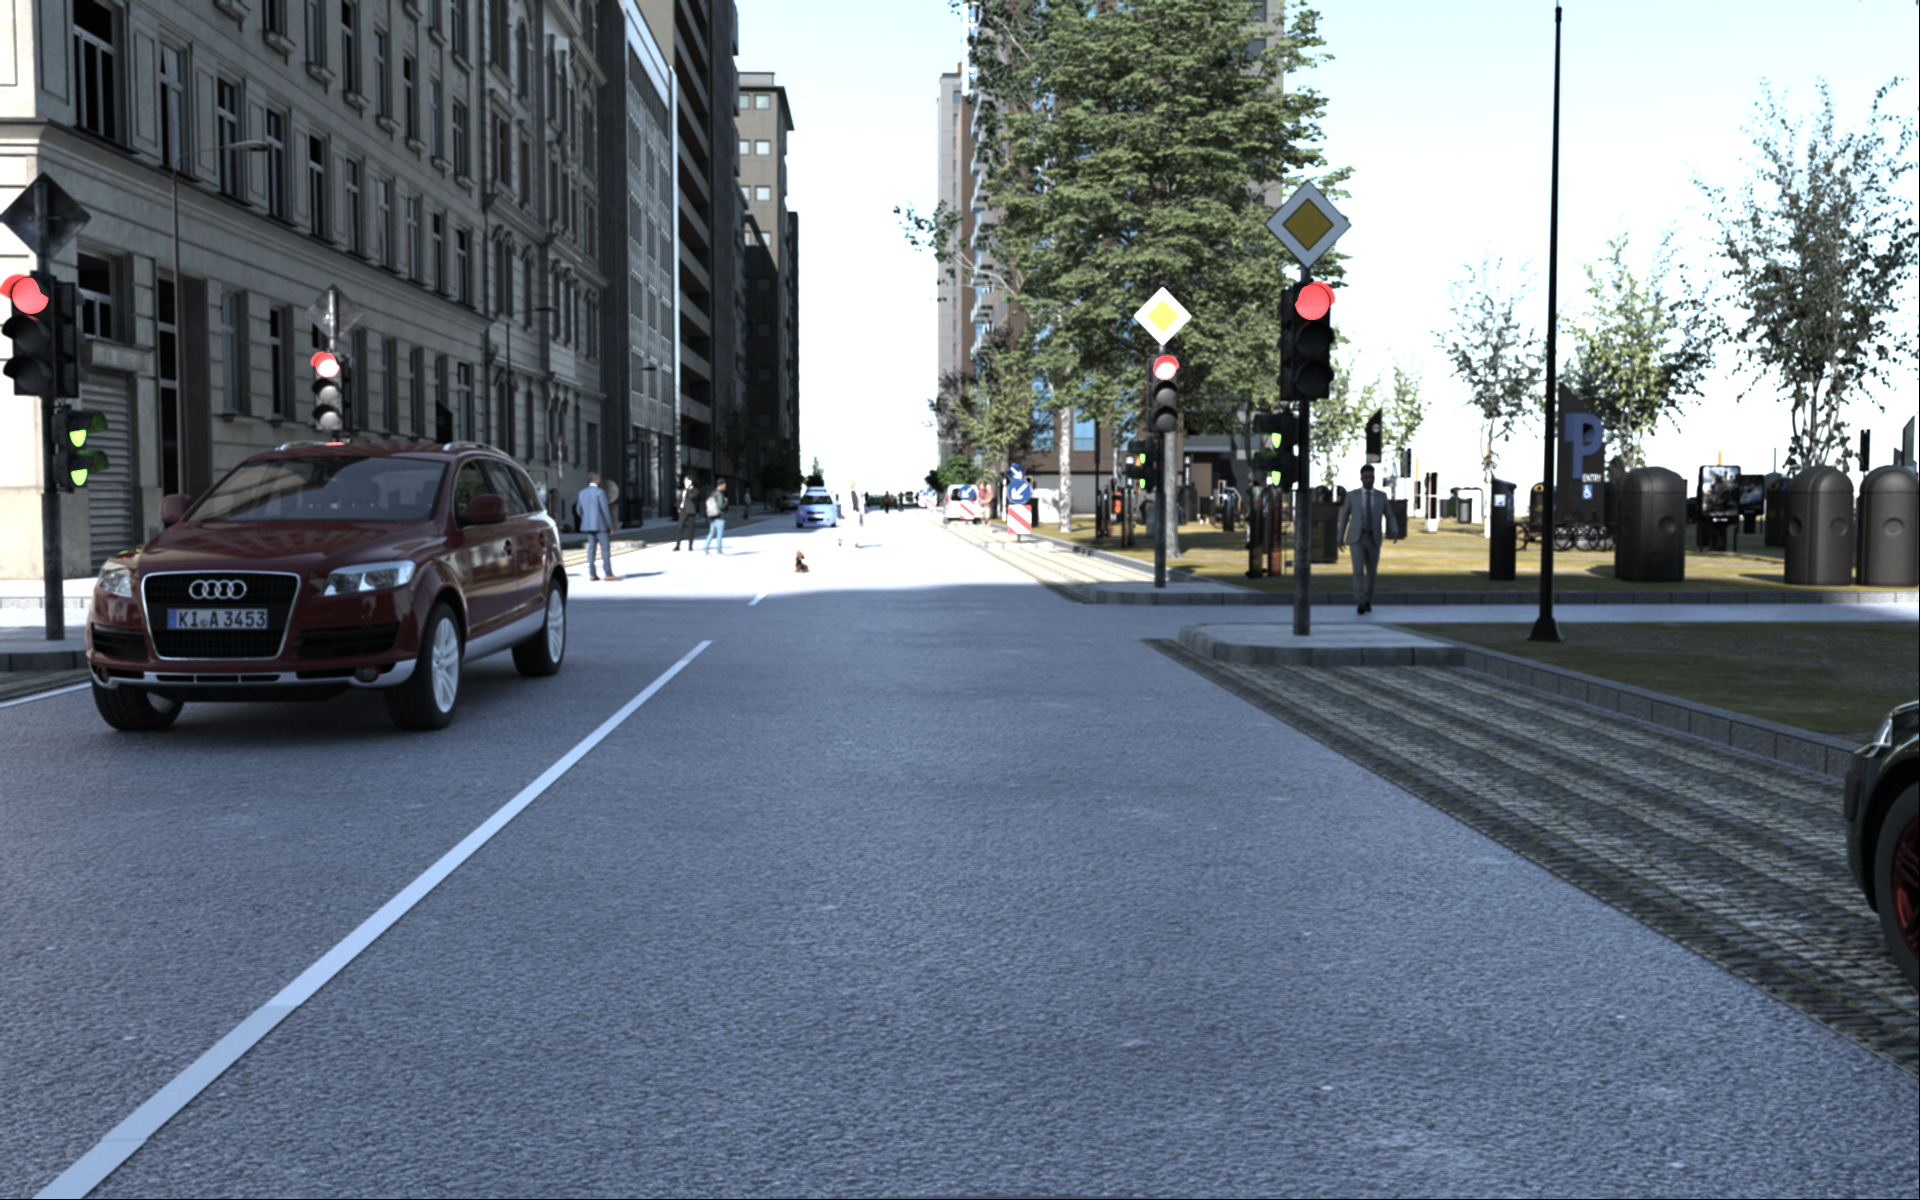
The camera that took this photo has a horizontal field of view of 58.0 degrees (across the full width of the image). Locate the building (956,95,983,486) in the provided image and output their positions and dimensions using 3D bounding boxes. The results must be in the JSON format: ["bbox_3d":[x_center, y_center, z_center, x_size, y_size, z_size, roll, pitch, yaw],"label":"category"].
[{"bbox_3d":[6.739,-33.107,191.412,14.600,45.320,14.200,0,4,-3],"label":"building"}]

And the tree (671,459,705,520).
[{"bbox_3d":[-13.478,-5.658,87.110,1.663,3.219,1.824,0,3,0],"label":"tree"}]

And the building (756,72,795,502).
[{"bbox_3d":[-35.856,-38.614,220.578,28.713,52.752,27.495,0,4,-3],"label":"building"}]

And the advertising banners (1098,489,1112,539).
[{"bbox_3d":[4.346,-3.329,50.612,0.090,3.025,2.074,1,4,20],"label":"advertising banners"}]

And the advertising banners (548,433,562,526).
[{"bbox_3d":[-11.444,-3.218,48.794,0.090,3.025,2.074,0,4,1],"label":"advertising banners"}]

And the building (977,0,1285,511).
[{"bbox_3d":[12.030,-42.346,130.609,20.563,71.187,20.611,0,4,-3],"label":"building"}]

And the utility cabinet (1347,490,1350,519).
[{"bbox_3d":[19.481,-4.878,88.426,1.173,1.500,0.318,-2,4,-35],"label":"utility cabinet"}]

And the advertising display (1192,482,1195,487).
[{"bbox_3d":[12.692,-5.452,94.349,0.123,1.923,0.974,0,4,5],"label":"advertising display"}]

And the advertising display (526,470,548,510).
[{"bbox_3d":[-11.375,-2.526,46.513,0.123,1.923,0.974,1,4,18],"label":"advertising display"}]

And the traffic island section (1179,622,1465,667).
[{"bbox_3d":[3.134,0.397,15.783,2.009,0.180,2.903,0,4,-3],"label":"traffic island section"}]

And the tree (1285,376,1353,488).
[{"bbox_3d":[19.862,-8.877,95.505,4.360,8.622,3.978,0,3,0],"label":"tree"}]

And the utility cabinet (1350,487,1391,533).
[{"bbox_3d":[13.473,-2.937,56.694,1.173,1.500,0.318,0,4,4],"label":"utility cabinet"}]

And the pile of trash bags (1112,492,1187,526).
[{"bbox_3d":[7.739,-3.772,71.429,3.447,1.369,1.912,2,4,26],"label":"pile of trash bags"}]

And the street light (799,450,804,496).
[{"bbox_3d":[-17.133,-12.840,182.478,1.470,5.913,1.316,0,4,-3],"label":"street light"}]

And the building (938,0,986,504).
[{"bbox_3d":[8.967,-55.060,212.902,22.319,86.520,31.000,0,4,-3],"label":"building"}]

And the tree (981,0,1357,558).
[{"bbox_3d":[4.100,-7.108,34.350,7.486,12.596,7.792,0,3,0],"label":"tree"}]

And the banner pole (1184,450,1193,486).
[{"bbox_3d":[12.925,-6.585,97.685,0.401,3.779,0.863,-2,4,-34],"label":"banner pole"}]

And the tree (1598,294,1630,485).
[{"bbox_3d":[23.839,-6.809,61.692,4.360,8.622,3.978,0,3,0],"label":"tree"}]

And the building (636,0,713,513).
[{"bbox_3d":[-27.262,-29.598,107.631,21.300,48.544,21.600,0,4,-3],"label":"building"}]

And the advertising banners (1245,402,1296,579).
[{"bbox_3d":[4.890,-1.880,26.920,0.090,3.025,2.074,2,4,32],"label":"advertising banners"}]

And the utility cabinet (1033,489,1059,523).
[{"bbox_3d":[3.786,-4.153,76.574,1.173,1.500,0.318,-2,4,-26],"label":"utility cabinet"}]

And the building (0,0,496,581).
[{"bbox_3d":[-21.287,-12.562,38.670,16.112,22.955,30.059,0,4,-3],"label":"building"}]

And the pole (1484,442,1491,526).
[{"bbox_3d":[20.865,-4.565,68.480,0.158,3.312,0.155,0,3,0],"label":"pole"}]

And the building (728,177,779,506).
[{"bbox_3d":[-36.924,-30.761,194.821,32.217,40.220,23.993,0,4,-3],"label":"building"}]

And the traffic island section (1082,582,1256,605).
[{"bbox_3d":[2.767,-0.090,23.759,2.009,0.180,2.903,0,4,-3],"label":"traffic island section"}]

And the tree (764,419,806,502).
[{"bbox_3d":[-17.364,-13.359,168.786,4.737,8.622,4.395,0,3,0],"label":"tree"}]

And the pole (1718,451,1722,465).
[{"bbox_3d":[35.890,-5.384,81.866,0.158,3.312,0.155,0,3,0],"label":"pole"}]

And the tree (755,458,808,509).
[{"bbox_3d":[-16.675,-10.438,154.380,4.285,4.588,4.351,0,3,0],"label":"tree"}]

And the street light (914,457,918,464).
[{"bbox_3d":[-4.736,-15.017,218.075,1.470,5.913,1.316,0,4,-3],"label":"street light"}]

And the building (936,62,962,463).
[{"bbox_3d":[7.247,-42.929,243.891,21.231,58.520,28.212,0,4,-3],"label":"building"}]

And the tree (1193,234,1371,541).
[{"bbox_3d":[8.142,-5.905,46.905,4.737,8.622,4.395,0,3,0],"label":"tree"}]

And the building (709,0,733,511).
[{"bbox_3d":[-24.236,-29.120,126.224,14.600,45.320,14.200,0,4,-3],"label":"building"}]

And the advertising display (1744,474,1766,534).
[{"bbox_3d":[25.604,-3.113,56.109,0.123,1.923,0.974,-2,4,-30],"label":"advertising display"}]

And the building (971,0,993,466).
[{"bbox_3d":[12.497,-32.883,157.249,23.786,49.044,30.456,0,4,-3],"label":"building"}]

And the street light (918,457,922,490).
[{"bbox_3d":[-3.755,-13.763,197.566,1.470,5.913,1.316,0,4,-3],"label":"street light"}]

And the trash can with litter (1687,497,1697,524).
[{"bbox_3d":[31.205,-3.822,73.871,0.624,1.170,1.055,3,5,39],"label":"trash can with litter"}]

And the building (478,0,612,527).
[{"bbox_3d":[-21.700,-17.025,65.752,14.401,28.519,23.554,0,4,-3],"label":"building"}]

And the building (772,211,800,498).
[{"bbox_3d":[-29.826,-34.219,243.082,14.154,41.232,14.086,0,4,-3],"label":"building"}]

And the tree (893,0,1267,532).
[{"bbox_3d":[4.105,-12.450,59.443,12.611,20.169,13.585,0,3,0],"label":"tree"}]

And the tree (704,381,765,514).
[{"bbox_3d":[-14.447,-9.883,111.947,4.360,8.622,3.978,0,3,0],"label":"tree"}]

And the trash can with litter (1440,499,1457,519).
[{"bbox_3d":[25.458,-4.821,89.887,2.233,1.210,1.678,2,4,30],"label":"trash can with litter"}]

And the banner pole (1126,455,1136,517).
[{"bbox_3d":[9.732,-6.586,97.697,0.863,3.779,0.401,0,4,-5],"label":"banner pole"}]

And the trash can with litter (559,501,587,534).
[{"bbox_3d":[-12.527,-2.764,56.575,0.624,1.170,1.055,3,4,38],"label":"trash can with litter"}]

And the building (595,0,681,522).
[{"bbox_3d":[-21.444,-16.499,87.774,12.078,24.808,19.932,0,4,-3],"label":"building"}]

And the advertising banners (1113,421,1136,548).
[{"bbox_3d":[3.951,-2.762,41.339,0.090,3.025,2.074,1,4,17],"label":"advertising banners"}]

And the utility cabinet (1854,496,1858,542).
[{"bbox_3d":[24.299,-2.124,45.895,1.020,1.237,0.306,2,4,35],"label":"utility cabinet"}]

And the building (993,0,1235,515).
[{"bbox_3d":[9.527,-28.366,113.893,14.600,45.320,14.200,0,4,-3],"label":"building"}]

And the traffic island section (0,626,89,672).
[{"bbox_3d":[-7.996,0.428,15.277,2.009,0.180,2.903,0,4,-3],"label":"traffic island section"}]

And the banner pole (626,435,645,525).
[{"bbox_3d":[-13.641,-5.072,72.944,0.863,3.779,0.401,-1,4,-20],"label":"banner pole"}]

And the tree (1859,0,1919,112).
[{"bbox_3d":[6.539,-3.636,9.810,4.737,8.622,4.395,0,3,0],"label":"tree"}]

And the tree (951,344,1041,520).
[{"bbox_3d":[1.962,-8.176,84.048,4.737,8.622,4.395,0,3,0],"label":"tree"}]

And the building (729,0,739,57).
[{"bbox_3d":[-32.902,-34.079,146.430,28.713,52.752,27.495,0,4,-3],"label":"building"}]

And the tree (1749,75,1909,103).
[{"bbox_3d":[14.645,-4.856,29.763,4.360,8.622,3.978,0,3,0],"label":"tree"}]

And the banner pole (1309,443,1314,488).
[{"bbox_3d":[16.992,-5.768,84.321,0.401,3.779,0.863,-3,4,-37],"label":"banner pole"}]

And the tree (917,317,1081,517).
[{"bbox_3d":[1.914,-9.640,92.032,8.767,10.594,7.601,-1,4,-13],"label":"tree"}]

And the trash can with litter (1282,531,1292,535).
[{"bbox_3d":[9.809,-2.633,54.107,1.678,1.210,2.233,1,4,14],"label":"trash can with litter"}]

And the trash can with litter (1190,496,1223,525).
[{"bbox_3d":[10.697,-3.797,73.139,1.678,1.210,2.233,-1,4,-14],"label":"trash can with litter"}]

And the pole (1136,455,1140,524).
[{"bbox_3d":[7.619,-4.904,74.028,0.158,3.312,0.155,0,3,0],"label":"pole"}]

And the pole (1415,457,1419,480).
[{"bbox_3d":[25.112,-6.199,95.203,0.158,3.312,0.155,0,3,0],"label":"pole"}]

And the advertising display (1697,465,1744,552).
[{"bbox_3d":[16.846,-2.033,38.446,0.974,1.923,0.123,-1,4,-12],"label":"advertising display"}]
